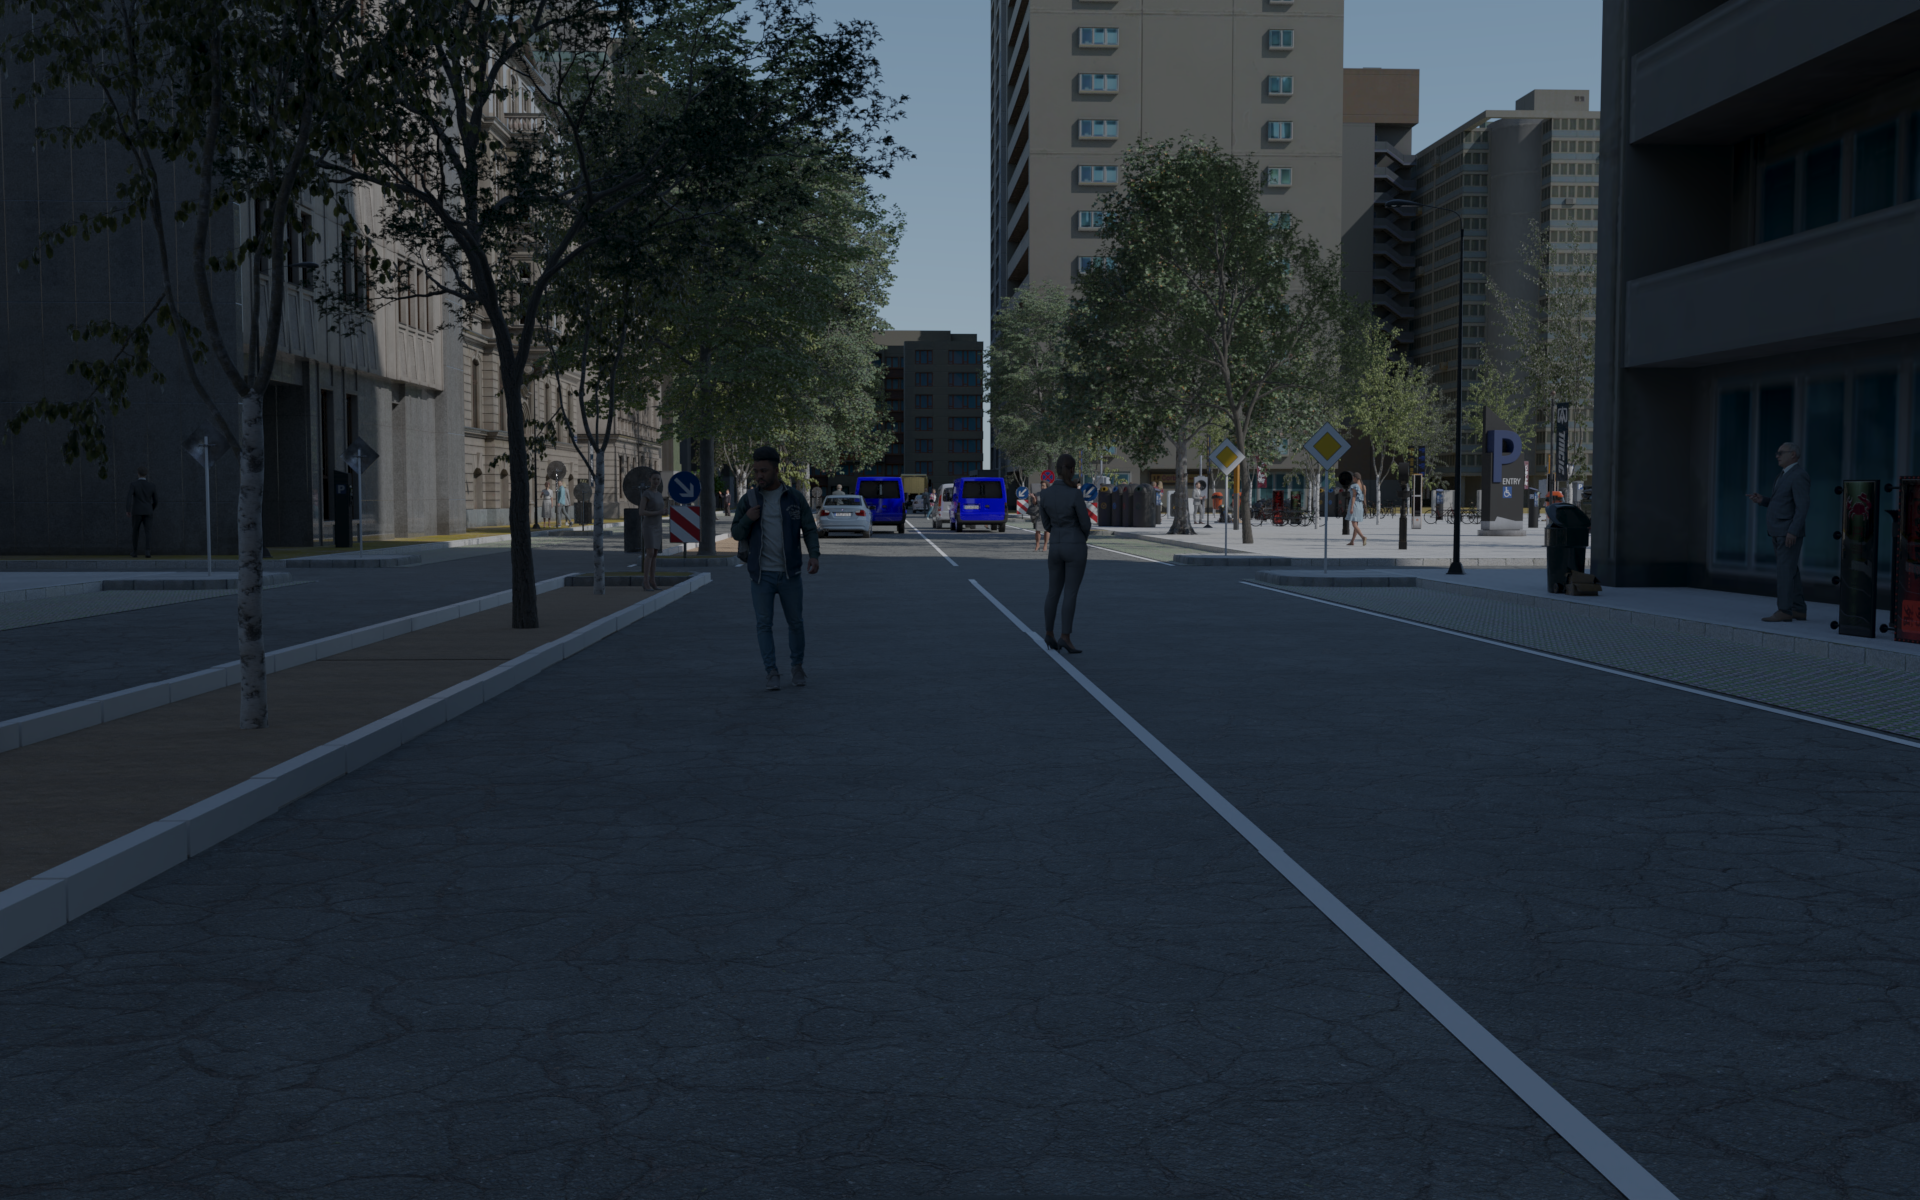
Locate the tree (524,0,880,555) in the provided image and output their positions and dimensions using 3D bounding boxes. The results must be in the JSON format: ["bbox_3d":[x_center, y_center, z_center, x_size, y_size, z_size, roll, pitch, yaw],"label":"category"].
[{"bbox_3d":[-5.646,-7.173,37.862,7.486,12.596,7.792,0,3,0],"label":"tree"}]

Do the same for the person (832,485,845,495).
[{"bbox_3d":[-4.804,-3.680,68.839,0.661,1.801,0.590,1,4,10],"label":"person"}]

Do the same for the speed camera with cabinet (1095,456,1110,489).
[{"bbox_3d":[7.997,-5.816,89.433,2.038,3.252,0.660,2,4,27],"label":"speed camera with cabinet"}]

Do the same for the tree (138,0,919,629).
[{"bbox_3d":[-4.618,-4.990,18.459,8.767,10.594,7.601,0,4,-3],"label":"tree"}]

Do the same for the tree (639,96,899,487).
[{"bbox_3d":[-6.486,-9.010,56.421,9.857,13.997,8.962,0,3,0],"label":"tree"}]

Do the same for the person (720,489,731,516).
[{"bbox_3d":[-15.160,-6.267,111.763,0.742,1.727,0.445,0,4,-8],"label":"person"}]

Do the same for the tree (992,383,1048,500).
[{"bbox_3d":[4.032,-9.903,112.281,4.360,8.622,3.978,0,3,0],"label":"tree"}]

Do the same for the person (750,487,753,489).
[{"bbox_3d":[-11.332,-5.227,94.059,0.679,1.850,0.850,2,4,25],"label":"person"}]

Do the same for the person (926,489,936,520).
[{"bbox_3d":[-1.538,-5.307,96.099,0.643,1.720,0.563,2,4,31],"label":"person"}]

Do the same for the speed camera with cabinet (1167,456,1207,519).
[{"bbox_3d":[11.646,-5.772,88.707,2.038,3.252,0.660,0,4,3],"label":"speed camera with cabinet"}]

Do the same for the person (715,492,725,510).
[{"bbox_3d":[-19.621,-8.287,142.056,1.217,1.766,0.721,-2,4,-31],"label":"person"}]

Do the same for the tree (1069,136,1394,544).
[{"bbox_3d":[7.336,-6.752,44.808,8.767,10.594,7.601,-1,4,-22],"label":"tree"}]

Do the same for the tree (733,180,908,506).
[{"bbox_3d":[-9.661,-14.467,94.874,12.611,20.169,13.585,0,3,0],"label":"tree"}]

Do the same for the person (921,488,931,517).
[{"bbox_3d":[-2.106,-6.158,109.362,0.661,1.801,0.590,-1,4,-12],"label":"person"}]

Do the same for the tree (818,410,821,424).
[{"bbox_3d":[-7.842,-7.597,77.030,4.360,8.622,3.978,0,3,0],"label":"tree"}]

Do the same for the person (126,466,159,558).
[{"bbox_3d":[-16.532,-1.781,34.938,0.659,1.850,0.755,-3,4,-37],"label":"person"}]

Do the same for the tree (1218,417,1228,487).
[{"bbox_3d":[18.242,-9.706,109.051,4.360,8.622,3.978,0,3,0],"label":"tree"}]

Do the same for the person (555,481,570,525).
[{"bbox_3d":[-16.319,-3.957,70.917,0.709,1.800,0.728,0,4,7],"label":"person"}]

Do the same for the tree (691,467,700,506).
[{"bbox_3d":[-18.573,-7.840,122.789,1.663,3.219,1.824,0,3,0],"label":"tree"}]

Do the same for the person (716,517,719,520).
[{"bbox_3d":[-13.530,-5.238,94.546,0.834,1.777,0.661,0,4,-2],"label":"person"}]

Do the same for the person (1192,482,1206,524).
[{"bbox_3d":[10.211,-4.140,73.929,0.583,1.804,0.606,2,4,34],"label":"person"}]

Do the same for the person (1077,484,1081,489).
[{"bbox_3d":[5.393,-4.369,78.070,0.643,1.750,0.593,-1,4,-11],"label":"person"}]

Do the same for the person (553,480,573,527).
[{"bbox_3d":[-15.400,-3.745,67.133,0.748,1.841,0.638,0,4,2],"label":"person"}]

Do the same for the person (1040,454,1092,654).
[{"bbox_3d":[0.984,-0.421,15.660,0.520,1.790,0.573,1,4,23],"label":"person"}]

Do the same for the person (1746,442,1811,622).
[{"bbox_3d":[8.295,-0.692,17.527,0.590,1.801,0.661,0,4,8],"label":"person"}]

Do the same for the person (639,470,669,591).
[{"bbox_3d":[-4.515,-1.024,25.581,0.374,1.781,0.599,2,4,25],"label":"person"}]

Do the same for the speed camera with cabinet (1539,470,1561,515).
[{"bbox_3d":[36.699,-6.934,107.700,0.660,3.252,2.038,3,5,44],"label":"speed camera with cabinet"}]

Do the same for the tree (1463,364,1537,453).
[{"bbox_3d":[30.753,-9.109,99.297,4.737,8.622,4.395,0,3,0],"label":"tree"}]

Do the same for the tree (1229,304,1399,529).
[{"bbox_3d":[12.873,-6.904,63.248,4.360,8.622,3.978,0,3,0],"label":"tree"}]

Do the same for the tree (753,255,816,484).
[{"bbox_3d":[-6.206,-5.907,49.394,4.360,8.622,3.978,0,3,0],"label":"tree"}]

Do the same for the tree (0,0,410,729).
[{"bbox_3d":[-4.330,-3.530,10.533,4.360,8.622,3.978,0,3,0],"label":"tree"}]

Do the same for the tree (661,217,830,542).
[{"bbox_3d":[-5.677,-5.624,44.775,4.737,8.622,4.395,0,3,0],"label":"tree"}]

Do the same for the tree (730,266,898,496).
[{"bbox_3d":[-7.773,-10.063,83.990,9.611,12.733,9.660,0,3,0],"label":"tree"}]

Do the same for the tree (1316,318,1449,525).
[{"bbox_3d":[17.438,-7.417,71.627,4.737,8.622,4.395,0,3,0],"label":"tree"}]

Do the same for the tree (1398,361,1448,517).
[{"bbox_3d":[25.646,-8.884,95.618,4.360,8.622,3.978,0,3,0],"label":"tree"}]

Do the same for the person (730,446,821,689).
[{"bbox_3d":[-1.368,-0.240,12.780,0.623,1.781,0.721,-1,4,-16],"label":"person"}]

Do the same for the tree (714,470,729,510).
[{"bbox_3d":[-19.155,-8.685,136.601,1.663,3.219,1.824,0,3,0],"label":"tree"}]

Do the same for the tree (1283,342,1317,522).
[{"bbox_3d":[16.146,-7.874,79.107,4.737,8.622,4.395,0,3,0],"label":"tree"}]

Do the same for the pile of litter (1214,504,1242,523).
[{"bbox_3d":[11.988,-3.881,77.425,1.176,0.858,1.719,0,4,-4],"label":"pile of litter"}]

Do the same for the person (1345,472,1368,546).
[{"bbox_3d":[9.823,-2.235,42.675,0.616,1.811,0.778,-2,4,-27],"label":"person"}]

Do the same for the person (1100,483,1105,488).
[{"bbox_3d":[6.460,-4.352,77.541,0.721,1.781,0.623,-2,4,-30],"label":"person"}]

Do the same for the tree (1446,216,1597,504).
[{"bbox_3d":[15.757,-5.797,45.150,4.360,8.622,3.978,0,3,0],"label":"tree"}]

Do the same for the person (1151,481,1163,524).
[{"bbox_3d":[8.518,-4.205,74.777,0.580,1.828,0.573,-1,4,-9],"label":"person"}]

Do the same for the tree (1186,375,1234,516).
[{"bbox_3d":[14.915,-9.277,102.044,4.737,8.622,4.395,0,3,0],"label":"tree"}]

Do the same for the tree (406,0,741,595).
[{"bbox_3d":[-5.151,-4.388,24.569,4.360,8.622,3.978,0,3,0],"label":"tree"}]

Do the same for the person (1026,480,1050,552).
[{"bbox_3d":[1.958,-2.079,42.853,0.716,1.782,0.532,1,4,21],"label":"person"}]

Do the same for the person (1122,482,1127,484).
[{"bbox_3d":[6.695,-3.894,70.137,0.534,1.772,0.576,0,4,-1],"label":"person"}]

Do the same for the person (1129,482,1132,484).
[{"bbox_3d":[7.786,-4.429,78.464,0.388,1.821,0.555,0,4,5],"label":"person"}]

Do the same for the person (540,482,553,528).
[{"bbox_3d":[-15.807,-3.648,66.256,0.480,1.755,0.524,-1,4,-22],"label":"person"}]

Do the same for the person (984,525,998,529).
[{"bbox_3d":[1.410,-3.836,71.342,0.853,1.813,0.709,-3,4,-38],"label":"person"}]
